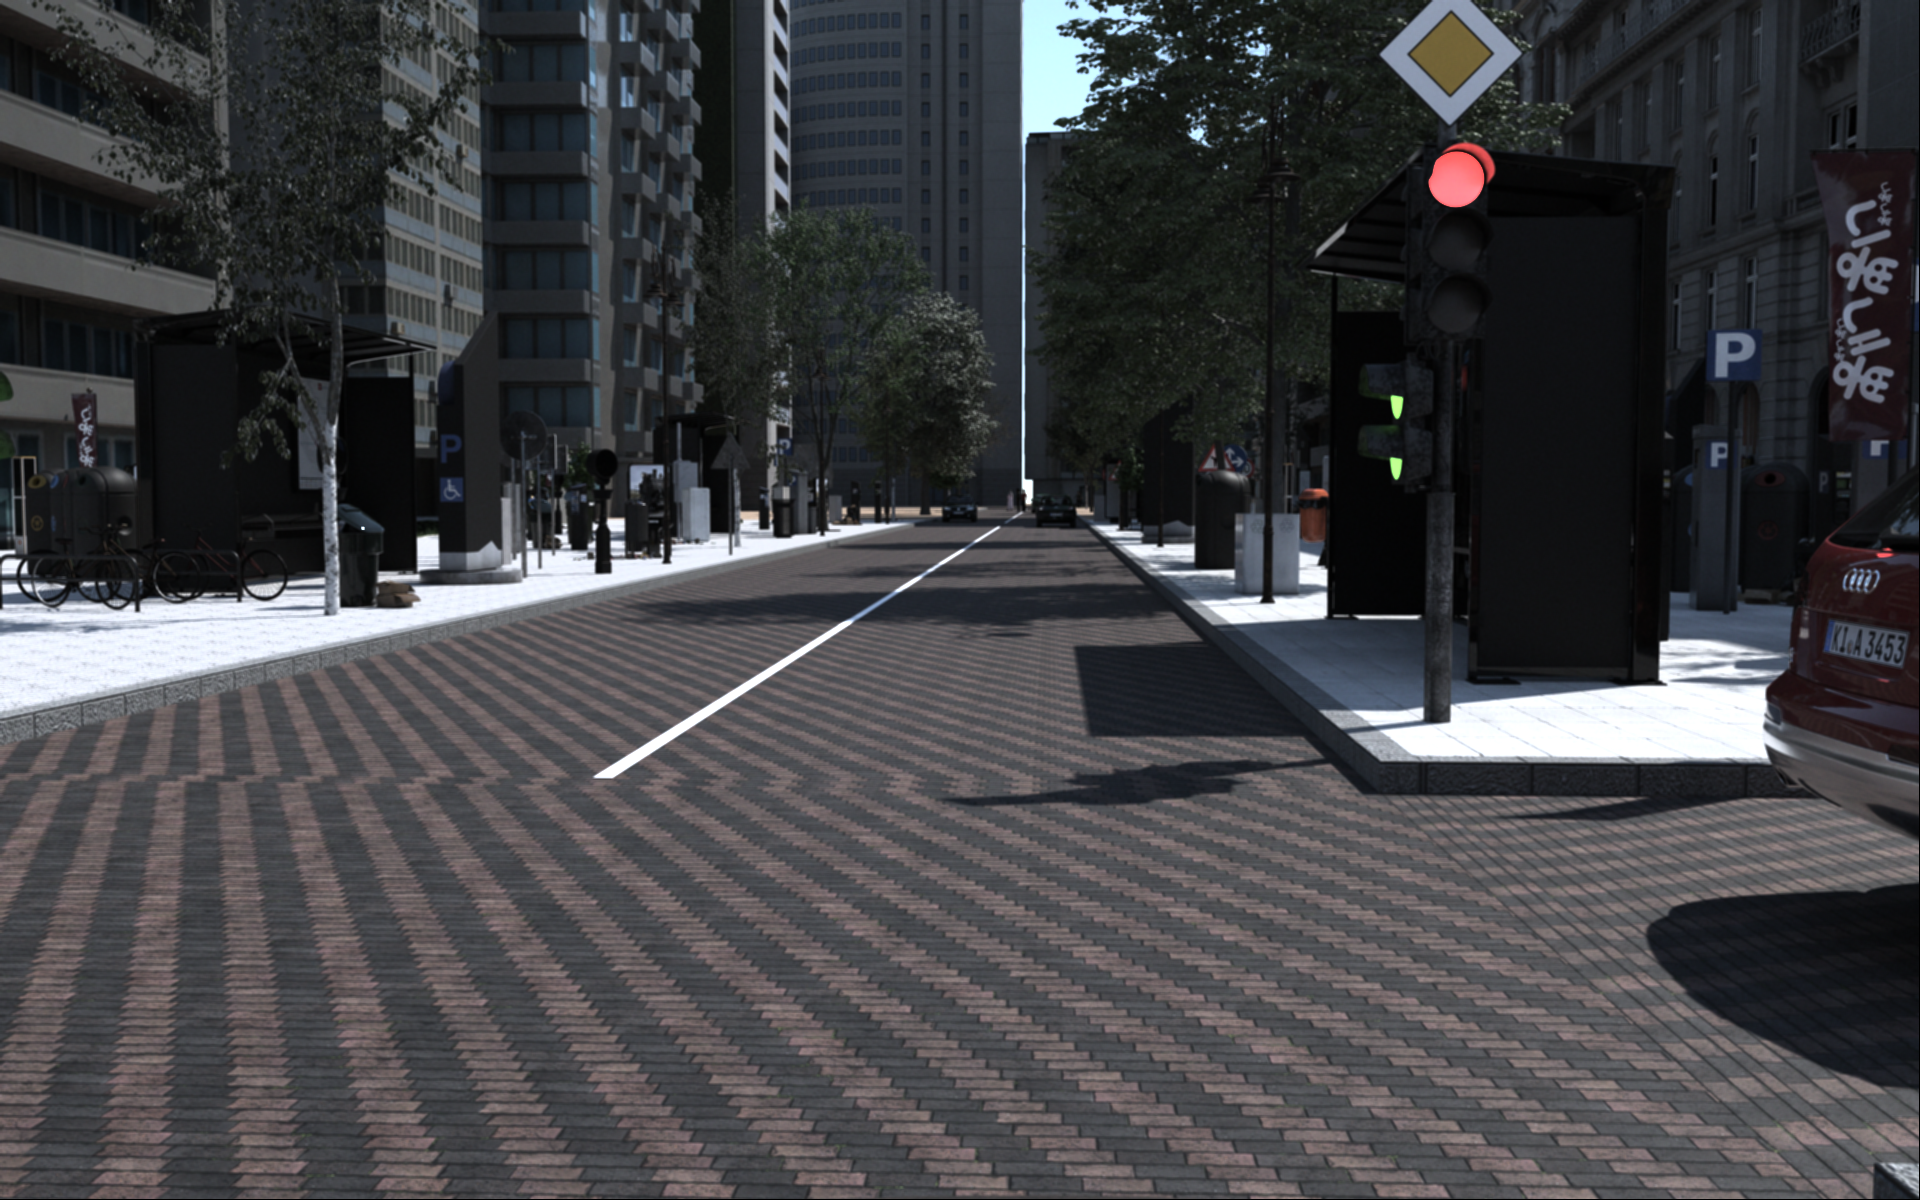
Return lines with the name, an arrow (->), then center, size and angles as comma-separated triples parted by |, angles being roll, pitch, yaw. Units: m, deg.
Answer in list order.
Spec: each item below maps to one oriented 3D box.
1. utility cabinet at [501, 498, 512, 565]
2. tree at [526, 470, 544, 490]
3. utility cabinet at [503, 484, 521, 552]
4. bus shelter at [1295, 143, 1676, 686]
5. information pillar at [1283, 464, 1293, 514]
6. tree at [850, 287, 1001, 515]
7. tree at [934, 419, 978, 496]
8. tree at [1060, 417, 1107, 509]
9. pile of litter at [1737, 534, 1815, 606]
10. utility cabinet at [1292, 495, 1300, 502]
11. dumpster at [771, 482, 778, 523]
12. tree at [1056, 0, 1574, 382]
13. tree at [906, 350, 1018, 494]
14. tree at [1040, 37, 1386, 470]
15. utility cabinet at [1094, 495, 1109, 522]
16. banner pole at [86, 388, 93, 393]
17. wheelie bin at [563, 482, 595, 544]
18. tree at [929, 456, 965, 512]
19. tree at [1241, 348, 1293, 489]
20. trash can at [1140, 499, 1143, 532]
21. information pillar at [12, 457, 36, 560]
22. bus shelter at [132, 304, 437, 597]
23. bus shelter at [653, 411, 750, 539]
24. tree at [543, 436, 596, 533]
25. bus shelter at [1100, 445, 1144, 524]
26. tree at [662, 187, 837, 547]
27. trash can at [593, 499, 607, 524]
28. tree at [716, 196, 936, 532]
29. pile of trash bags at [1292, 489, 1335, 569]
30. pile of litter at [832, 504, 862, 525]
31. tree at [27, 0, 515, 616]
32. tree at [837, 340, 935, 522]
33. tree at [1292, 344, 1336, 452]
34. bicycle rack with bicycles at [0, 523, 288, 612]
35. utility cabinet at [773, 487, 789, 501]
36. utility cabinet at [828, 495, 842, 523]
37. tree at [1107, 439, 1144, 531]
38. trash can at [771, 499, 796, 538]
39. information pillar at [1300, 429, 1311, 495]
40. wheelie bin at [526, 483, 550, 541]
utility cabinet -> -8.660, -1.246, 31.526 | 1.020, 1.237, 0.306 | 2, 4, 23
tree -> -15.337, -4.288, 64.709 | 1.663, 3.219, 1.824 | 0, 3, 0
utility cabinet -> -9.866, -1.801, 38.127 | 0.318, 1.500, 1.173 | -1, 4, -18
bus shelter -> 4.123, -1.432, 14.690 | 1.731, 3.624, 6.357 | 0, 4, 3
information pillar -> 7.827, -2.286, 41.872 | 0.304, 2.012, 0.304 | 3, 4, 38
tree -> -2.100, -12.277, 107.382 | 9.857, 13.997, 8.962 | 0, 3, 0
tree -> -0.662, -11.057, 131.138 | 4.360, 8.622, 3.978 | 0, 3, 0
tree -> 10.633, -11.998, 146.524 | 4.737, 8.622, 4.395 | 0, 3, 0
pile of litter -> 9.714, -0.376, 20.120 | 1.176, 0.858, 1.719 | 1, 4, 8
utility cabinet -> 15.236, -4.106, 78.294 | 1.020, 1.237, 0.306 | 0, 4, 1
dumpster -> -7.595, -4.300, 76.068 | 1.264, 1.857, 1.865 | 0, 4, 3
tree -> 5.123, -6.579, 25.688 | 7.486, 12.596, 7.792 | 0, 3, 0
tree -> 0.026, -14.474, 147.022 | 12.009, 13.543, 11.850 | 0, 3, 0
tree -> 5.151, -6.180, 35.462 | 7.601, 10.594, 8.767 | 1, 4, 14
utility cabinet -> 6.689, -4.211, 80.009 | 1.020, 1.237, 0.306 | 2, 4, 35
banner pole -> -20.450, -3.096, 40.631 | 0.401, 3.779, 0.863 | 0, 4, -8
wheelie bin -> -9.848, -2.255, 44.776 | 0.693, 1.594, 0.980 | 0, 4, 2
tree -> -1.116, -8.645, 125.063 | 4.285, 4.588, 4.351 | 0, 3, 0
tree -> 14.895, -8.029, 81.637 | 4.360, 8.622, 3.978 | 0, 3, 0
trash can -> 6.093, -2.673, 55.363 | 0.748, 1.137, 0.748 | 0, 3, 0
information pillar -> -18.365, -1.807, 34.037 | 0.304, 2.012, 0.304 | 2, 4, 28
bus shelter -> -9.345, -2.040, 24.644 | 1.731, 3.624, 6.357 | 0, 4, 3
bus shelter -> -7.665, -3.709, 51.931 | 1.731, 3.624, 6.357 | 0, 4, 3
tree -> -12.640, -3.873, 57.918 | 1.663, 3.219, 1.824 | 0, 3, 0
bus shelter -> 7.064, -4.906, 74.131 | 2.014, 3.302, 5.546 | 0, 4, 3
tree -> -5.313, -5.590, 41.763 | 4.360, 8.622, 3.978 | 0, 3, 0
trash can -> -15.526, -3.854, 74.661 | 0.748, 1.137, 0.748 | 0, 3, 0
tree -> -4.650, -8.184, 59.565 | 9.928, 11.665, 9.643 | 0, 3, 0
pile of trash bags -> 7.186, -1.287, 30.796 | 3.447, 1.369, 1.912 | -3, 5, -41
pile of litter -> -4.689, -3.550, 72.013 | 1.176, 0.858, 1.719 | -1, 4, -20
tree -> -6.885, -4.140, 18.053 | 4.360, 8.622, 3.978 | 0, 3, 0
tree -> -3.314, -7.931, 80.036 | 4.737, 8.622, 4.395 | 0, 3, 0
tree -> 16.971, -7.594, 74.529 | 4.360, 8.622, 3.978 | 0, 3, 0
bicycle rack with bicycles -> -9.732, -0.407, 20.034 | 2.925, 0.926, 2.852 | 1, 4, 14
utility cabinet -> -5.403, -2.669, 52.316 | 0.318, 1.500, 1.173 | 0, 4, 4
utility cabinet -> -5.553, -4.036, 77.151 | 0.306, 1.237, 1.020 | -2, 4, -23
tree -> 5.986, -4.023, 60.373 | 1.663, 3.219, 1.824 | 0, 3, 0
trash can -> -5.171, -2.392, 50.762 | 0.748, 1.137, 0.748 | 0, 3, 0
information pillar -> 12.320, -4.316, 61.918 | 0.183, 3.616, 0.504 | -2, 4, -29
wheelie bin -> -11.734, -2.458, 48.094 | 0.693, 1.594, 0.980 | -1, 4, -13
